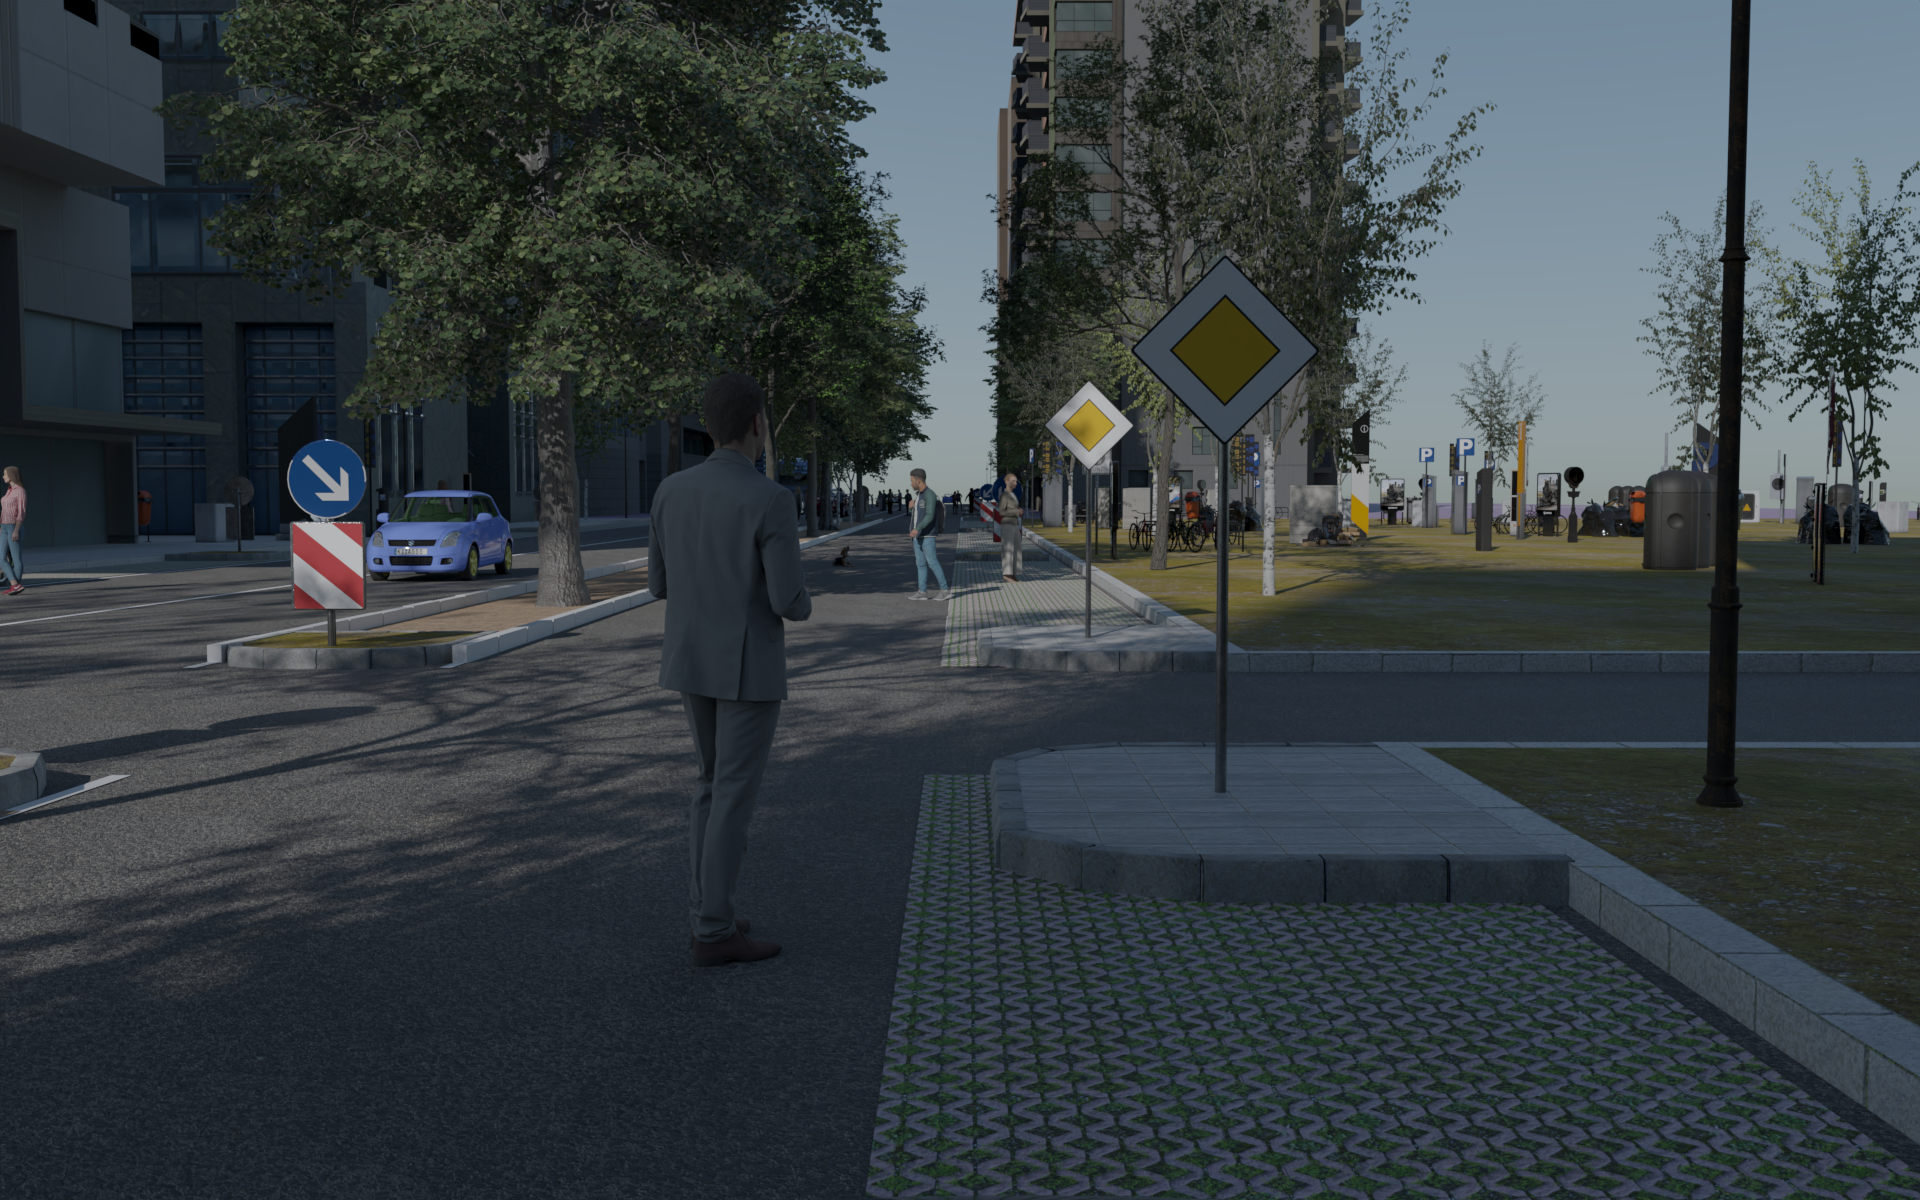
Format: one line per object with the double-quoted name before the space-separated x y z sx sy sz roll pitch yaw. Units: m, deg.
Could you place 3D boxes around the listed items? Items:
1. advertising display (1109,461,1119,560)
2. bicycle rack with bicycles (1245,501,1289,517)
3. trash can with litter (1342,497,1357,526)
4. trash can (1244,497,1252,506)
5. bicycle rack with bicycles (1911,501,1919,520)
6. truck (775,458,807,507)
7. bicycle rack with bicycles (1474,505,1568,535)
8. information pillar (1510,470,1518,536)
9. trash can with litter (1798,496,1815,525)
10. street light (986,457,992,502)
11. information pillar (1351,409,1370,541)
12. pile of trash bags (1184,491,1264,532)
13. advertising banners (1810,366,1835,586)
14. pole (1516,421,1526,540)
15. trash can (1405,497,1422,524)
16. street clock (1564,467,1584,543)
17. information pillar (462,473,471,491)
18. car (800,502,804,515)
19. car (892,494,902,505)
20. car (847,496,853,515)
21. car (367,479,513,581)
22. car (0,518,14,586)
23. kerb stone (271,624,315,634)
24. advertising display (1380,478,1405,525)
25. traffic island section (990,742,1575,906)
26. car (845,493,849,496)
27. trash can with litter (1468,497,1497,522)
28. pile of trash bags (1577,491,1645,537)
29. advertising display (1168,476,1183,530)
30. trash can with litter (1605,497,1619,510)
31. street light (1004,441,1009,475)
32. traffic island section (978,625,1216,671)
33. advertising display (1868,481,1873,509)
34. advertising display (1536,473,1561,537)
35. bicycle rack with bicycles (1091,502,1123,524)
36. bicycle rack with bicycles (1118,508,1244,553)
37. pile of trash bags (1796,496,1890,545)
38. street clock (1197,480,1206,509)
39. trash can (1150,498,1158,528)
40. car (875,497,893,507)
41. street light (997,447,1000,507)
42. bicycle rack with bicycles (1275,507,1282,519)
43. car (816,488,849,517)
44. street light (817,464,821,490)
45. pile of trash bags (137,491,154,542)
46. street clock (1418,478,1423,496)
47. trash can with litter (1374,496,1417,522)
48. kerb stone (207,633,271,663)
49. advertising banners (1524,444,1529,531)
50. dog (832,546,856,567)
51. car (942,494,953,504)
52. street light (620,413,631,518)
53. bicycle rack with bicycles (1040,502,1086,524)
"advertising display" 3.033 -1.772 34.181 0.123 1.923 0.974 0 4 1
"bicycle rack with bicycles" 15.507 -4.652 89.447 2.925 0.926 2.852 -1 4 -20
"trash can with litter" 15.155 -3.610 70.084 2.233 1.210 1.678 0 4 7
"trash can" 13.616 -4.225 80.739 0.748 1.137 0.748 0 3 0
"bicycle rack with bicycles" 47.606 -4.332 84.205 2.852 0.926 2.925 3 4 39
"truck" -12.357 -8.885 135.034 2.967 4.110 18.799 0 4 -2
"bicycle rack with bicycles" 18.002 -2.577 55.512 2.925 0.926 2.852 1 4 16
"information pillar" 16.875 -2.932 52.423 0.304 2.012 0.304 -3 5 -41
"trash can with litter" 35.520 -3.700 71.556 2.233 1.210 1.678 -2 4 -27
"street light" 3.712 -14.499 209.853 0.468 5.910 1.993 0 4 0
"information pillar" 11.006 -3.438 47.560 0.504 3.616 0.183 0 4 5
"pile of trash bags" 8.791 -3.017 59.084 1.912 1.369 3.447 3 5 43
"advertising banners" 12.255 -1.737 24.595 0.090 3.025 2.074 1 4 22
"pole" 15.737 -3.347 48.563 0.158 3.312 0.155 0 3 0
"trash can" 19.394 -3.814 74.005 0.748 1.137 0.748 0 3 0
"street clock" 16.197 -2.518 45.734 0.471 2.002 0.358 -1 4 -12
"information pillar" -17.423 -3.469 61.209 0.304 2.012 0.304 -1 4 -13
"car" -11.729 -6.517 118.916 2.083 1.381 4.827 0 4 -1
"car" -8.338 -12.846 221.824 2.131 1.459 4.920 0 4 -1
"car" -8.111 -6.362 116.017 2.014 1.417 4.499 0 4 0
"car" -8.881 -1.229 29.691 1.945 1.707 3.694 0 4 -1
"car" -15.685 -1.012 25.348 1.959 1.807 4.718 0 3 0
"kerb stone" -6.326 0.366 16.248 0.120 0.150 1.000 0 4 0
"advertising display" 17.878 -4.062 71.635 0.974 1.923 0.123 0 4 7
"traffic island section" 1.143 0.906 7.472 2.009 0.180 2.903 0 4 0
"car" -12.860 -11.278 193.988 1.945 1.707 3.694 0 4 -1
"trash can with litter" 23.692 -4.166 79.165 2.233 1.210 1.678 -1 4 -9
"pile of trash bags" 19.840 -2.577 51.879 1.912 1.369 3.447 0 4 2
"advertising display" 7.563 -3.462 61.819 0.123 1.923 0.974 -3 4 -36
"trash can with litter" 23.752 -3.205 63.791 1.055 1.170 0.624 2 4 35
"street light" 3.443 -9.368 125.947 0.468 5.910 1.993 0 4 0
"traffic island section" 1.163 0.417 15.457 2.009 0.180 2.903 0 4 0
"advertising display" 44.671 -4.879 84.978 0.123 1.923 0.974 2 4 31
"advertising display" 17.768 -2.879 52.285 0.123 1.923 0.974 -1 4 -20
"bicycle rack with bicycles" 7.198 -3.430 69.462 2.925 0.926 2.852 -2 4 -32
"bicycle rack with bicycles" 5.155 -1.555 38.807 2.852 0.926 2.925 0 4 -5
"pile of trash bags" 23.364 -2.119 44.394 3.447 1.369 1.912 2 4 25
"street clock" 12.196 -5.071 87.480 0.358 2.002 0.471 3 5 43
"trash can" 7.257 -3.248 64.755 0.748 1.137 0.748 0 3 0
"car" -8.522 -11.222 193.707 2.015 1.641 3.980 0 4 0
"street light" 3.699 -11.813 165.928 0.468 5.910 1.993 0 4 0
"bicycle rack with bicycles" 5.913 -1.823 43.193 2.925 0.926 2.852 -3 5 -41
"car" -8.282 -6.262 111.058 2.281 1.827 5.304 0 4 1
"street light" -17.530 -14.859 215.734 0.468 5.910 1.993 0 4 0
"pile of trash bags" -23.086 -2.239 46.358 3.447 1.369 1.912 1 4 15
"street clock" 20.460 -4.397 76.461 0.471 2.002 0.358 1 4 14
"trash can with litter" 20.729 -4.409 83.143 1.678 1.210 2.233 3 4 39
"kerb stone" -6.336 0.427 15.216 0.120 0.150 1.000 0 4 0
"advertising banners" 19.520 -3.898 59.920 0.090 3.025 2.074 2 4 26
"dog" -2.286 -0.871 34.434 0.550 0.427 0.748 0 4 6
"car" -1.556 -13.751 234.422 1.945 1.707 3.694 0 4 1
"street light" -17.806 -7.305 92.221 0.468 5.910 1.993 0 4 0
"bicycle rack with bicycles" 5.129 -4.020 79.108 2.852 0.926 2.925 2 4 29
